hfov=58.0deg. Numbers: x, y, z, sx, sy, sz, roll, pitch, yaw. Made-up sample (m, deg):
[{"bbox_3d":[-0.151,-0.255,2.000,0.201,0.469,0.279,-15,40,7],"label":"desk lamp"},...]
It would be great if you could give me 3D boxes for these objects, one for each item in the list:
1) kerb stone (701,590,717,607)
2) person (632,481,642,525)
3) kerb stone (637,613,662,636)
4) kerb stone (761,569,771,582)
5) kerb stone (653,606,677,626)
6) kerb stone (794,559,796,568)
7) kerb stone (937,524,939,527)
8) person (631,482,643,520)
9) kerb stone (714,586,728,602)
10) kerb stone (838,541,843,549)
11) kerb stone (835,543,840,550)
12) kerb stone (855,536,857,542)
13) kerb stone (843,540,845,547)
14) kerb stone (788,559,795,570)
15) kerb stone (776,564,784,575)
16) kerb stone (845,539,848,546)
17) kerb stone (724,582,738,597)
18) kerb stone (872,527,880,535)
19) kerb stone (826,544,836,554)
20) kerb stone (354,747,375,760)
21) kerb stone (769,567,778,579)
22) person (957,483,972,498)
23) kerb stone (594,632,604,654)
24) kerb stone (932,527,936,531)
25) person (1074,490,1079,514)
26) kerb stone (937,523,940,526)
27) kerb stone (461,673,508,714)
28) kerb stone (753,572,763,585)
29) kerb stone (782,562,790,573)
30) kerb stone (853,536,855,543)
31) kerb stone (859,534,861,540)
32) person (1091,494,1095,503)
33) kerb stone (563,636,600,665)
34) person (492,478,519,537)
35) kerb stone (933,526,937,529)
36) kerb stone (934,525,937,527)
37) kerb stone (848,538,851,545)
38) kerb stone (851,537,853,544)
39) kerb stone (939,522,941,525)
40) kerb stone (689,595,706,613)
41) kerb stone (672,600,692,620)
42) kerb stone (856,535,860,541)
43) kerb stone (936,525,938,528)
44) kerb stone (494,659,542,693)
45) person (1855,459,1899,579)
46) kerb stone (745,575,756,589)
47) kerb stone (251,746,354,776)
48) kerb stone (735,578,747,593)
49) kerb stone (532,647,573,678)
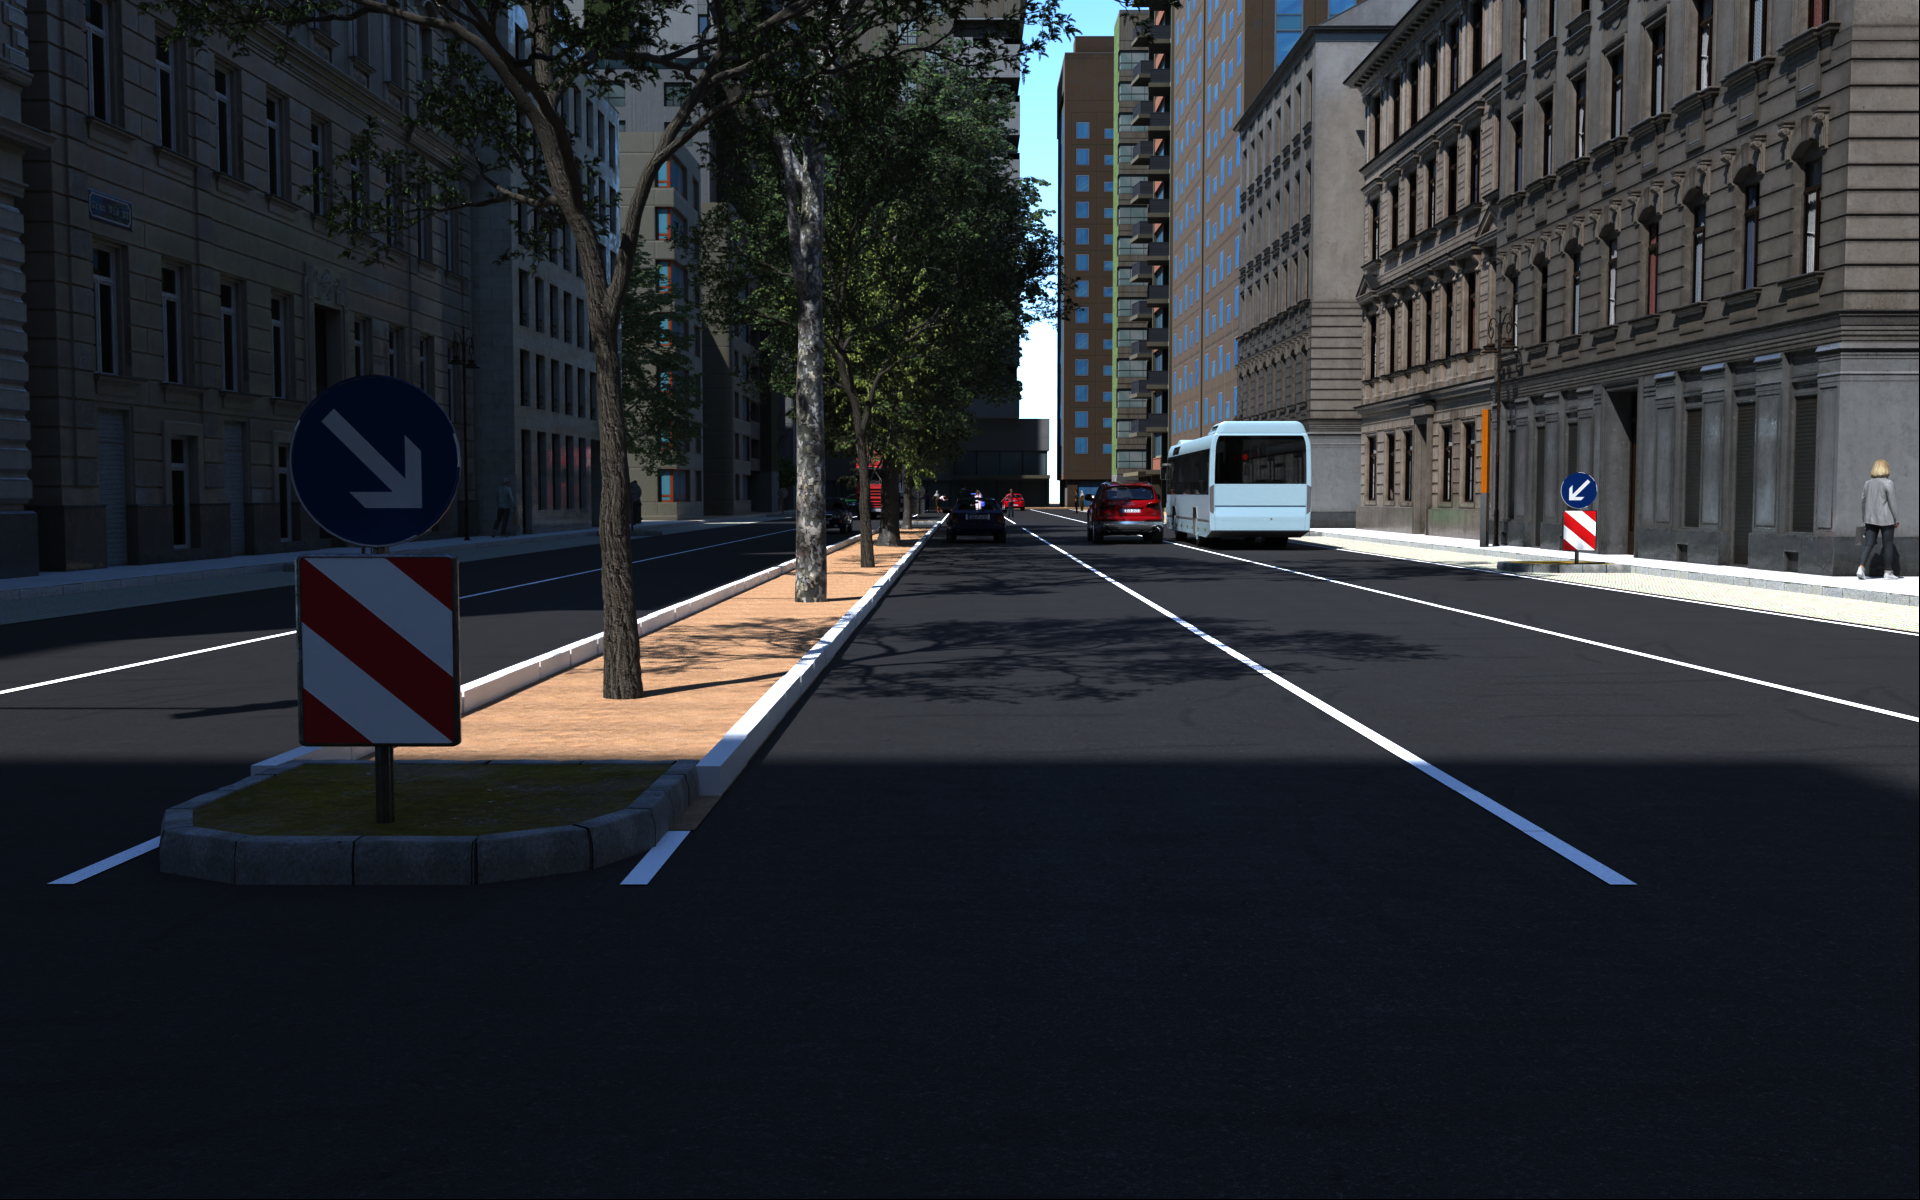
[{"bbox_3d":[-3.251,0.013,22.029,0.120,0.150,1.000,0,4,0],"label":"kerb stone"},{"bbox_3d":[-13.381,-3.988,71.157,0.656,1.842,0.836,0,4,-2],"label":"person"},{"bbox_3d":[-3.262,0.268,17.916,0.120,0.150,1.000,0,4,0],"label":"kerb stone"},{"bbox_3d":[-3.236,-0.363,28.167,0.120,0.150,1.000,0,4,0],"label":"kerb stone"},{"bbox_3d":[-3.264,0.201,18.943,0.120,0.150,1.000,0,4,0],"label":"kerb stone"},{"bbox_3d":[-3.212,-0.679,33.302,0.120,0.150,1.000,0,4,0],"label":"kerb stone"},{"bbox_3d":[-1.011,-2.812,68.175,0.120,0.150,1.000,0,4,0],"label":"kerb stone"},{"bbox_3d":[-14.619,-4.371,77.605,0.850,1.850,0.679,-2,4,-35],"label":"person"},{"bbox_3d":[-3.251,-0.051,23.051,0.120,0.150,1.000,0,4,0],"label":"kerb stone"},{"bbox_3d":[-3.183,-1.369,44.570,0.120,0.150,1.000,0,4,0],"label":"kerb stone"},{"bbox_3d":[-3.186,-1.306,43.548,0.120,0.150,1.000,0,4,0],"label":"kerb stone"},{"bbox_3d":[-3.168,-1.742,50.716,0.120,0.150,1.000,0,4,0],"label":"kerb stone"},{"bbox_3d":[-3.178,-1.429,45.593,0.120,0.150,1.000,0,4,0],"label":"kerb stone"},{"bbox_3d":[-3.227,-0.617,32.279,0.120,0.150,1.000,0,4,0],"label":"kerb stone"},{"bbox_3d":[-3.234,-0.487,30.216,0.120,0.150,1.000,0,4,0],"label":"kerb stone"},{"bbox_3d":[-3.177,-1.491,46.620,0.120,0.150,1.000,0,4,0],"label":"kerb stone"},{"bbox_3d":[-3.249,-0.115,24.073,0.120,0.150,1.000,0,4,0],"label":"kerb stone"},{"bbox_3d":[-3.123,-2.556,64.039,0.120,0.150,1.000,0,4,0],"label":"kerb stone"},{"bbox_3d":[-3.195,-1.243,42.524,0.120,0.150,1.000,0,4,0],"label":"kerb stone"},{"bbox_3d":[-3.293,0.767,9.712,0.120,0.150,1.000,0,4,0],"label":"kerb stone"},{"bbox_3d":[-3.227,-0.428,29.189,0.120,0.150,1.000,0,4,0],"label":"kerb stone"},{"bbox_3d":[0.197,-4.032,73.784,0.648,1.900,0.474,-2,4,-24],"label":"person"},{"bbox_3d":[-3.265,0.388,15.865,0.120,0.150,1.000,0,4,0],"label":"kerb stone"},{"bbox_3d":[-1.036,-2.435,62.023,0.120,0.150,1.000,0,4,0],"label":"kerb stone"},{"bbox_3d":[8.427,-7.178,126.578,0.721,1.735,1.217,0,4,1],"label":"person"},{"bbox_3d":[-0.999,-2.938,70.229,0.120,0.150,1.000,0,4,0],"label":"kerb stone"},{"bbox_3d":[-3.281,0.638,11.759,0.120,0.150,1.000,0,4,0],"label":"kerb stone"},{"bbox_3d":[-3.240,-0.303,27.145,0.120,0.150,1.000,0,4,0],"label":"kerb stone"},{"bbox_3d":[-3.224,-0.545,31.250,0.120,0.150,1.000,0,4,0],"label":"kerb stone"},{"bbox_3d":[-3.170,-1.682,49.690,0.120,0.150,1.000,0,4,0],"label":"kerb stone"},{"bbox_3d":[-3.160,-1.870,52.763,0.120,0.150,1.000,0,4,0],"label":"kerb stone"},{"bbox_3d":[11.136,-8.156,145.035,0.628,1.438,0.799,-3,4,-37],"label":"person"},{"bbox_3d":[-3.275,0.450,14.835,0.120,0.150,1.000,0,4,0],"label":"kerb stone"},{"bbox_3d":[-13.412,-2.729,51.140,0.782,1.767,0.515,1,4,21],"label":"person"},{"bbox_3d":[-1.024,-2.557,64.077,0.120,0.150,1.000,0,4,0],"label":"kerb stone"},{"bbox_3d":[-1.024,-2.624,65.103,0.120,0.150,1.000,0,4,0],"label":"kerb stone"},{"bbox_3d":[-3.175,-1.556,47.642,0.120,0.150,1.000,0,4,0],"label":"kerb stone"},{"bbox_3d":[-3.173,-1.619,48.664,0.120,0.150,1.000,0,4,0],"label":"kerb stone"},{"bbox_3d":[-0.997,-3.126,73.299,0.120,0.150,1.000,0,4,0],"label":"kerb stone"},{"bbox_3d":[-3.252,0.077,21.005,0.120,0.150,1.000,0,4,0],"label":"kerb stone"},{"bbox_3d":[-3.256,0.136,19.974,0.120,0.150,1.000,0,4,0],"label":"kerb stone"},{"bbox_3d":[-3.165,-1.807,51.738,0.120,0.150,1.000,0,4,0],"label":"kerb stone"},{"bbox_3d":[-1.017,-2.687,66.127,0.120,0.150,1.000,0,4,0],"label":"kerb stone"},{"bbox_3d":[-3.285,0.576,12.781,0.120,0.150,1.000,0,4,0],"label":"kerb stone"},{"bbox_3d":[13.723,-1.210,26.010,0.728,1.800,0.709,-2,4,-23],"label":"person"},{"bbox_3d":[-3.239,-0.236,26.118,0.120,0.150,1.000,0,4,0],"label":"kerb stone"},{"bbox_3d":[-3.289,0.826,8.685,0.120,0.150,1.000,0,4,0],"label":"kerb stone"},{"bbox_3d":[-3.245,-0.177,25.096,0.120,0.150,1.000,0,4,0],"label":"kerb stone"},{"bbox_3d":[-3.283,0.515,13.811,0.120,0.150,1.000,0,4,0],"label":"kerb stone"}]
